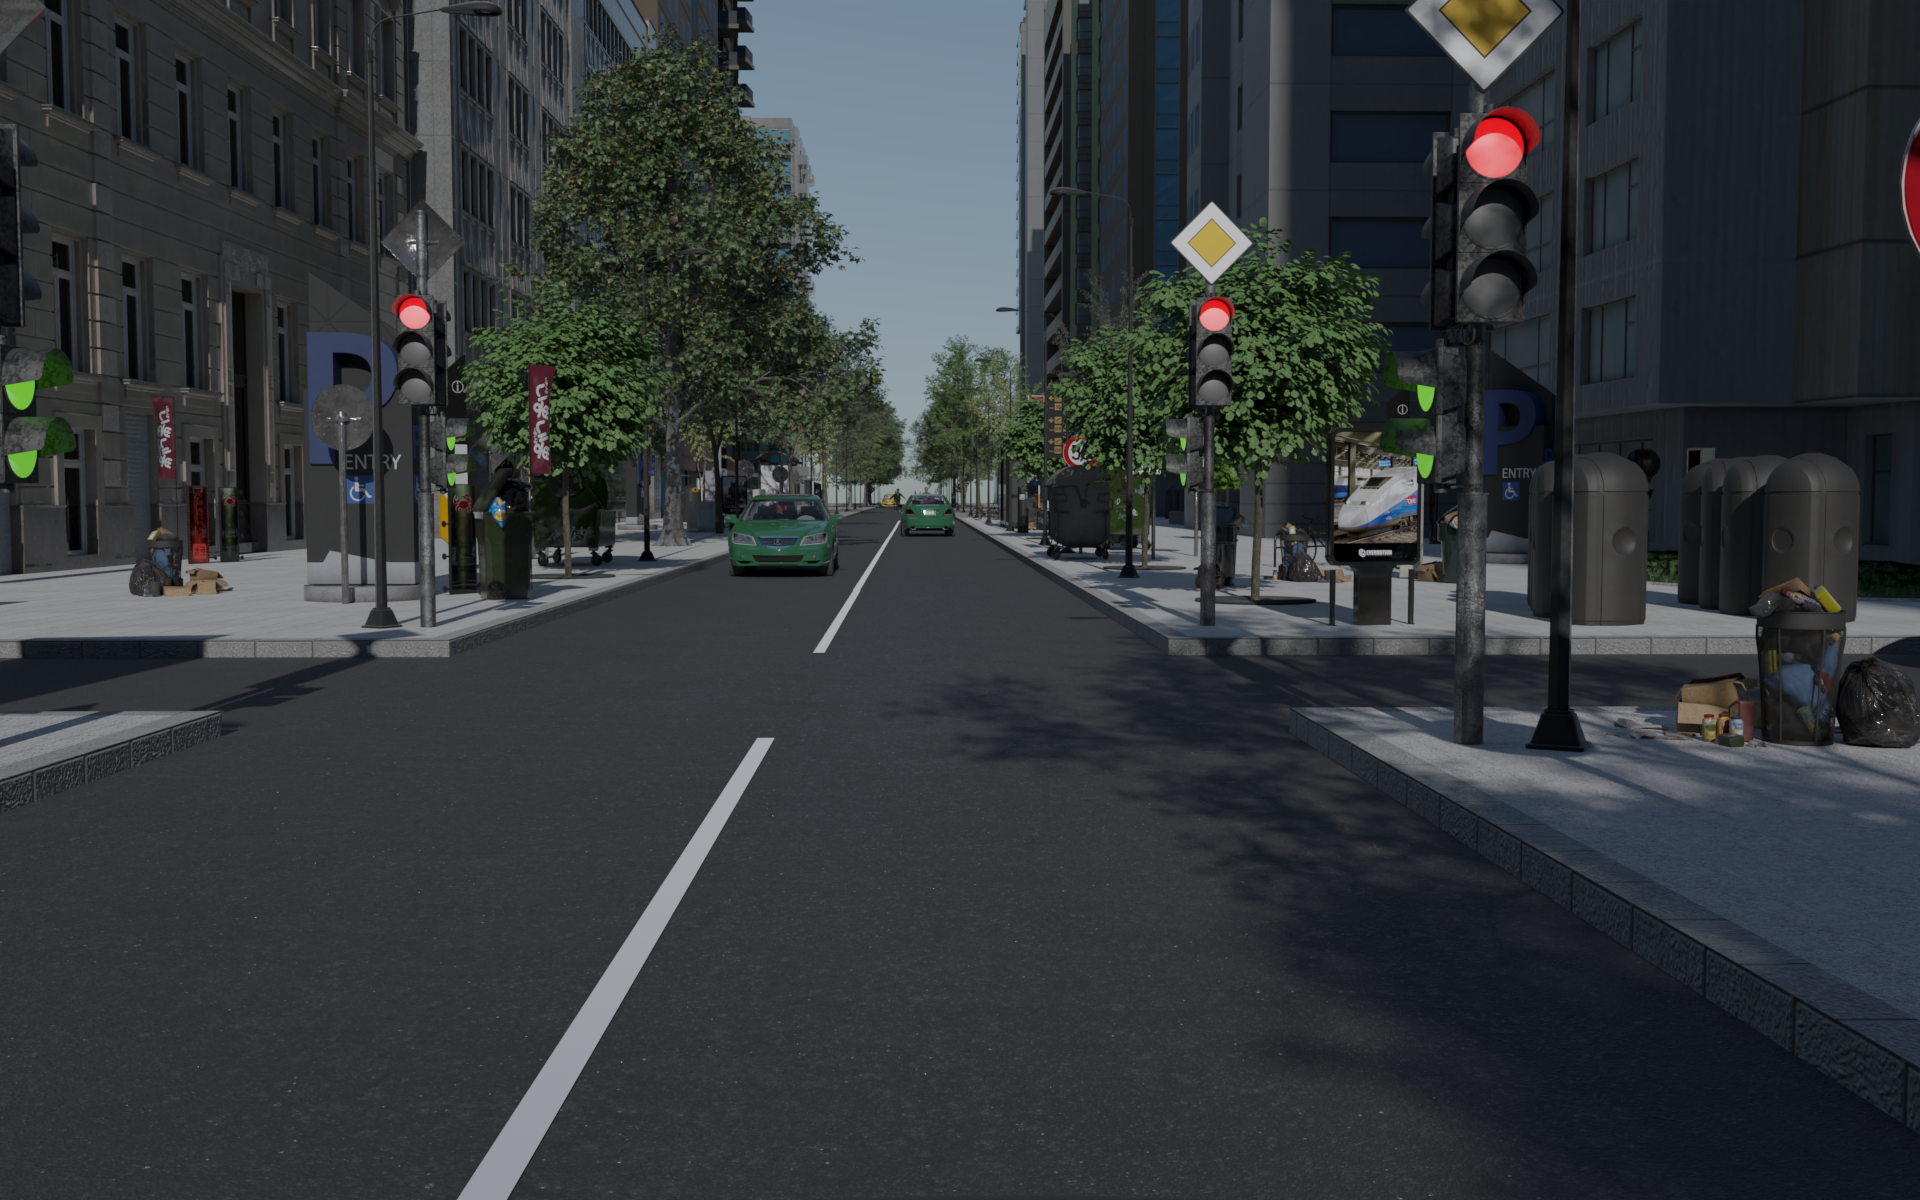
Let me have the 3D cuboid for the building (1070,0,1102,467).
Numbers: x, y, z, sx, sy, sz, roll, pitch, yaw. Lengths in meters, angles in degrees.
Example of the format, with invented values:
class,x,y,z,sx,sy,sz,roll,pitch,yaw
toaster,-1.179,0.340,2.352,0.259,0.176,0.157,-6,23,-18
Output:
class,x,y,z,sx,sy,sz,roll,pitch,yaw
building,15.240,-27.392,131.449,14.154,41.232,14.086,0,4,-1

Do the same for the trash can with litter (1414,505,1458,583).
class,x,y,z,sx,sy,sz,roll,pitch,yaw
trash can with litter,7.010,-0.838,25.092,0.624,1.170,1.055,-2,4,-32

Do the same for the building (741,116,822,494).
class,x,y,z,sx,sy,sz,roll,pitch,yaw
building,-30.088,-36.844,222.009,23.786,49.044,30.456,0,4,-1

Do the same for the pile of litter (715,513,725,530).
class,x,y,z,sx,sy,sz,roll,pitch,yaw
pile of litter,-9.129,-2.963,62.405,1.176,0.858,1.719,2,4,34

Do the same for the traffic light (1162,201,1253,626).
class,x,y,z,sx,sy,sz,roll,pitch,yaw
traffic light,2.398,-1.705,16.792,0.839,4.253,0.868,0,4,-1

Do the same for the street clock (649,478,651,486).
class,x,y,z,sx,sy,sz,roll,pitch,yaw
street clock,-12.307,-3.852,67.552,0.471,2.002,0.358,1,4,13

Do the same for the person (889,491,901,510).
class,x,y,z,sx,sy,sz,roll,pitch,yaw
person,-5.906,-9.093,157.695,1.217,1.766,0.721,-1,4,-23

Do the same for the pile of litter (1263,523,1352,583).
class,x,y,z,sx,sy,sz,roll,pitch,yaw
pile of litter,5.154,-0.721,25.756,1.176,0.858,1.719,0,4,-6

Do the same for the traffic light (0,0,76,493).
class,x,y,z,sx,sy,sz,roll,pitch,yaw
traffic light,-4.908,-1.204,8.604,0.839,4.253,0.868,0,4,-1

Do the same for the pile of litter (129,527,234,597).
class,x,y,z,sx,sy,sz,roll,pitch,yaw
pile of litter,-10.009,-0.515,22.387,1.176,0.858,1.719,1,4,19

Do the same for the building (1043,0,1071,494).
class,x,y,z,sx,sy,sz,roll,pitch,yaw
building,18.589,-32.136,149.125,21.300,48.544,21.600,0,4,-1

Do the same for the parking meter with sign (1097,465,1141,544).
class,x,y,z,sx,sy,sz,roll,pitch,yaw
parking meter with sign,4.111,-2.994,45.214,0.543,3.016,1.738,-2,4,-32

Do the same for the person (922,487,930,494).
class,x,y,z,sx,sy,sz,roll,pitch,yaw
person,-1.886,-5.409,96.878,1.348,1.831,0.705,0,4,-4

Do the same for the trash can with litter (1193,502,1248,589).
class,x,y,z,sx,sy,sz,roll,pitch,yaw
trash can with litter,3.570,-0.761,23.835,0.624,1.170,1.055,1,4,18

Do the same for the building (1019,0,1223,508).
class,x,y,z,sx,sy,sz,roll,pitch,yaw
building,17.581,-40.565,205.241,21.231,58.520,28.212,0,4,-1

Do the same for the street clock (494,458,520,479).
class,x,y,z,sx,sy,sz,roll,pitch,yaw
street clock,-9.168,-1.868,35.110,0.471,2.002,0.358,1,4,16

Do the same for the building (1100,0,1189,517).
class,x,y,z,sx,sy,sz,roll,pitch,yaw
building,16.015,-27.695,102.924,14.600,45.320,14.200,0,4,-1

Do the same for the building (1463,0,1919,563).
class,x,y,z,sx,sy,sz,roll,pitch,yaw
building,19.132,-21.425,33.889,14.086,41.232,14.154,0,4,-1

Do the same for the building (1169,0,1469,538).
class,x,y,z,sx,sy,sz,roll,pitch,yaw
building,18.972,-31.842,62.620,21.231,58.520,28.212,0,4,-1

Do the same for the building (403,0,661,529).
class,x,y,z,sx,sy,sz,roll,pitch,yaw
building,-21.227,-15.948,78.770,12.078,24.808,19.932,0,4,-1

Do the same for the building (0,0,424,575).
class,x,y,z,sx,sy,sz,roll,pitch,yaw
building,-20.846,-14.621,36.317,12.463,27.353,25.104,0,4,-1

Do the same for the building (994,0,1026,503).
class,x,y,z,sx,sy,sz,roll,pitch,yaw
building,16.453,-56.361,234.170,22.319,86.520,31.000,0,4,-1

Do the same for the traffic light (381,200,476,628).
class,x,y,z,sx,sy,sz,roll,pitch,yaw
traffic light,-5.111,-1.692,16.586,0.839,4.253,0.868,0,4,-1

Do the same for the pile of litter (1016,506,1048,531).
class,x,y,z,sx,sy,sz,roll,pitch,yaw
pile of litter,2.795,-2.902,61.406,1.719,0.858,1.176,0,4,-4

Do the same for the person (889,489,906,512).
class,x,y,z,sx,sy,sz,roll,pitch,yaw
person,-4.876,-7.829,136.139,1.348,1.869,0.705,0,4,5

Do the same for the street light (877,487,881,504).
class,x,y,z,sx,sy,sz,roll,pitch,yaw
street light,-8.979,-12.480,176.595,1.470,5.913,1.316,0,4,-1

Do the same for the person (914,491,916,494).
class,x,y,z,sx,sy,sz,roll,pitch,yaw
person,-6.005,-13.580,230.557,0.705,1.821,1.348,1,4,10

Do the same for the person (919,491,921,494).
class,x,y,z,sx,sy,sz,roll,pitch,yaw
person,-4.588,-11.707,200.638,1.217,1.736,0.721,0,4,-6

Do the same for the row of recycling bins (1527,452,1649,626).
class,x,y,z,sx,sy,sz,roll,pitch,yaw
row of recycling bins,6.602,-0.695,18.477,1.069,1.692,3.534,1,4,13

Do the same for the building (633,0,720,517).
class,x,y,z,sx,sy,sz,roll,pitch,yaw
building,-23.372,-28.268,112.292,14.600,45.320,14.200,0,4,-1

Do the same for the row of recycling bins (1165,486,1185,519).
class,x,y,z,sx,sy,sz,roll,pitch,yaw
row of recycling bins,11.490,-4.959,88.194,1.069,1.692,3.534,-1,4,-21

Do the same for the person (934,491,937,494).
class,x,y,z,sx,sy,sz,roll,pitch,yaw
person,-2.049,-8.213,143.718,0.436,1.711,0.756,3,4,39

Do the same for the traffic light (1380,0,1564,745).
class,x,y,z,sx,sy,sz,roll,pitch,yaw
traffic light,2.600,-1.216,8.809,0.839,4.253,0.868,0,4,-1

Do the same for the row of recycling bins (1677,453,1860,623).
class,x,y,z,sx,sy,sz,roll,pitch,yaw
row of recycling bins,8.686,-0.717,18.834,1.069,1.692,3.534,0,4,6

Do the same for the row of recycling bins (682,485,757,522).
class,x,y,z,sx,sy,sz,roll,pitch,yaw
row of recycling bins,-10.930,-4.398,79.026,3.534,1.692,1.069,-1,4,-11

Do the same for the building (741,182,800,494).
class,x,y,z,sx,sy,sz,roll,pitch,yaw
building,-34.406,-30.721,194.166,32.217,40.220,23.993,0,4,-1

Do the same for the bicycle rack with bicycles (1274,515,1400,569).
class,x,y,z,sx,sy,sz,roll,pitch,yaw
bicycle rack with bicycles,6.965,-1.032,30.251,2.925,0.926,2.852,-3,5,-41

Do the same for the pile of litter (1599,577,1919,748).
class,x,y,z,sx,sy,sz,roll,pitch,yaw
pile of litter,4.330,0.292,9.185,1.719,0.858,1.176,2,4,24

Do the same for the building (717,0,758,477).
class,x,y,z,sx,sy,sz,roll,pitch,yaw
building,-27.591,-29.337,134.290,22.147,44.769,28.867,0,4,-1

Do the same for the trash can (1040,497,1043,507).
class,x,y,z,sx,sy,sz,roll,pitch,yaw
trash can,3.598,-4.107,78.803,0.748,1.137,0.748,0,3,0

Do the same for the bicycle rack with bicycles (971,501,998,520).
class,x,y,z,sx,sy,sz,roll,pitch,yaw
bicycle rack with bicycles,2.252,-4.461,86.323,2.925,0.926,2.852,1,4,17

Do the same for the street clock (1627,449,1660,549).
class,x,y,z,sx,sy,sz,roll,pitch,yaw
street clock,10.940,-1.420,27.785,0.471,2.002,0.358,3,5,44

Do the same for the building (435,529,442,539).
class,x,y,z,sx,sy,sz,roll,pitch,yaw
building,-20.703,-14.731,58.882,12.078,24.808,19.932,0,4,-1
